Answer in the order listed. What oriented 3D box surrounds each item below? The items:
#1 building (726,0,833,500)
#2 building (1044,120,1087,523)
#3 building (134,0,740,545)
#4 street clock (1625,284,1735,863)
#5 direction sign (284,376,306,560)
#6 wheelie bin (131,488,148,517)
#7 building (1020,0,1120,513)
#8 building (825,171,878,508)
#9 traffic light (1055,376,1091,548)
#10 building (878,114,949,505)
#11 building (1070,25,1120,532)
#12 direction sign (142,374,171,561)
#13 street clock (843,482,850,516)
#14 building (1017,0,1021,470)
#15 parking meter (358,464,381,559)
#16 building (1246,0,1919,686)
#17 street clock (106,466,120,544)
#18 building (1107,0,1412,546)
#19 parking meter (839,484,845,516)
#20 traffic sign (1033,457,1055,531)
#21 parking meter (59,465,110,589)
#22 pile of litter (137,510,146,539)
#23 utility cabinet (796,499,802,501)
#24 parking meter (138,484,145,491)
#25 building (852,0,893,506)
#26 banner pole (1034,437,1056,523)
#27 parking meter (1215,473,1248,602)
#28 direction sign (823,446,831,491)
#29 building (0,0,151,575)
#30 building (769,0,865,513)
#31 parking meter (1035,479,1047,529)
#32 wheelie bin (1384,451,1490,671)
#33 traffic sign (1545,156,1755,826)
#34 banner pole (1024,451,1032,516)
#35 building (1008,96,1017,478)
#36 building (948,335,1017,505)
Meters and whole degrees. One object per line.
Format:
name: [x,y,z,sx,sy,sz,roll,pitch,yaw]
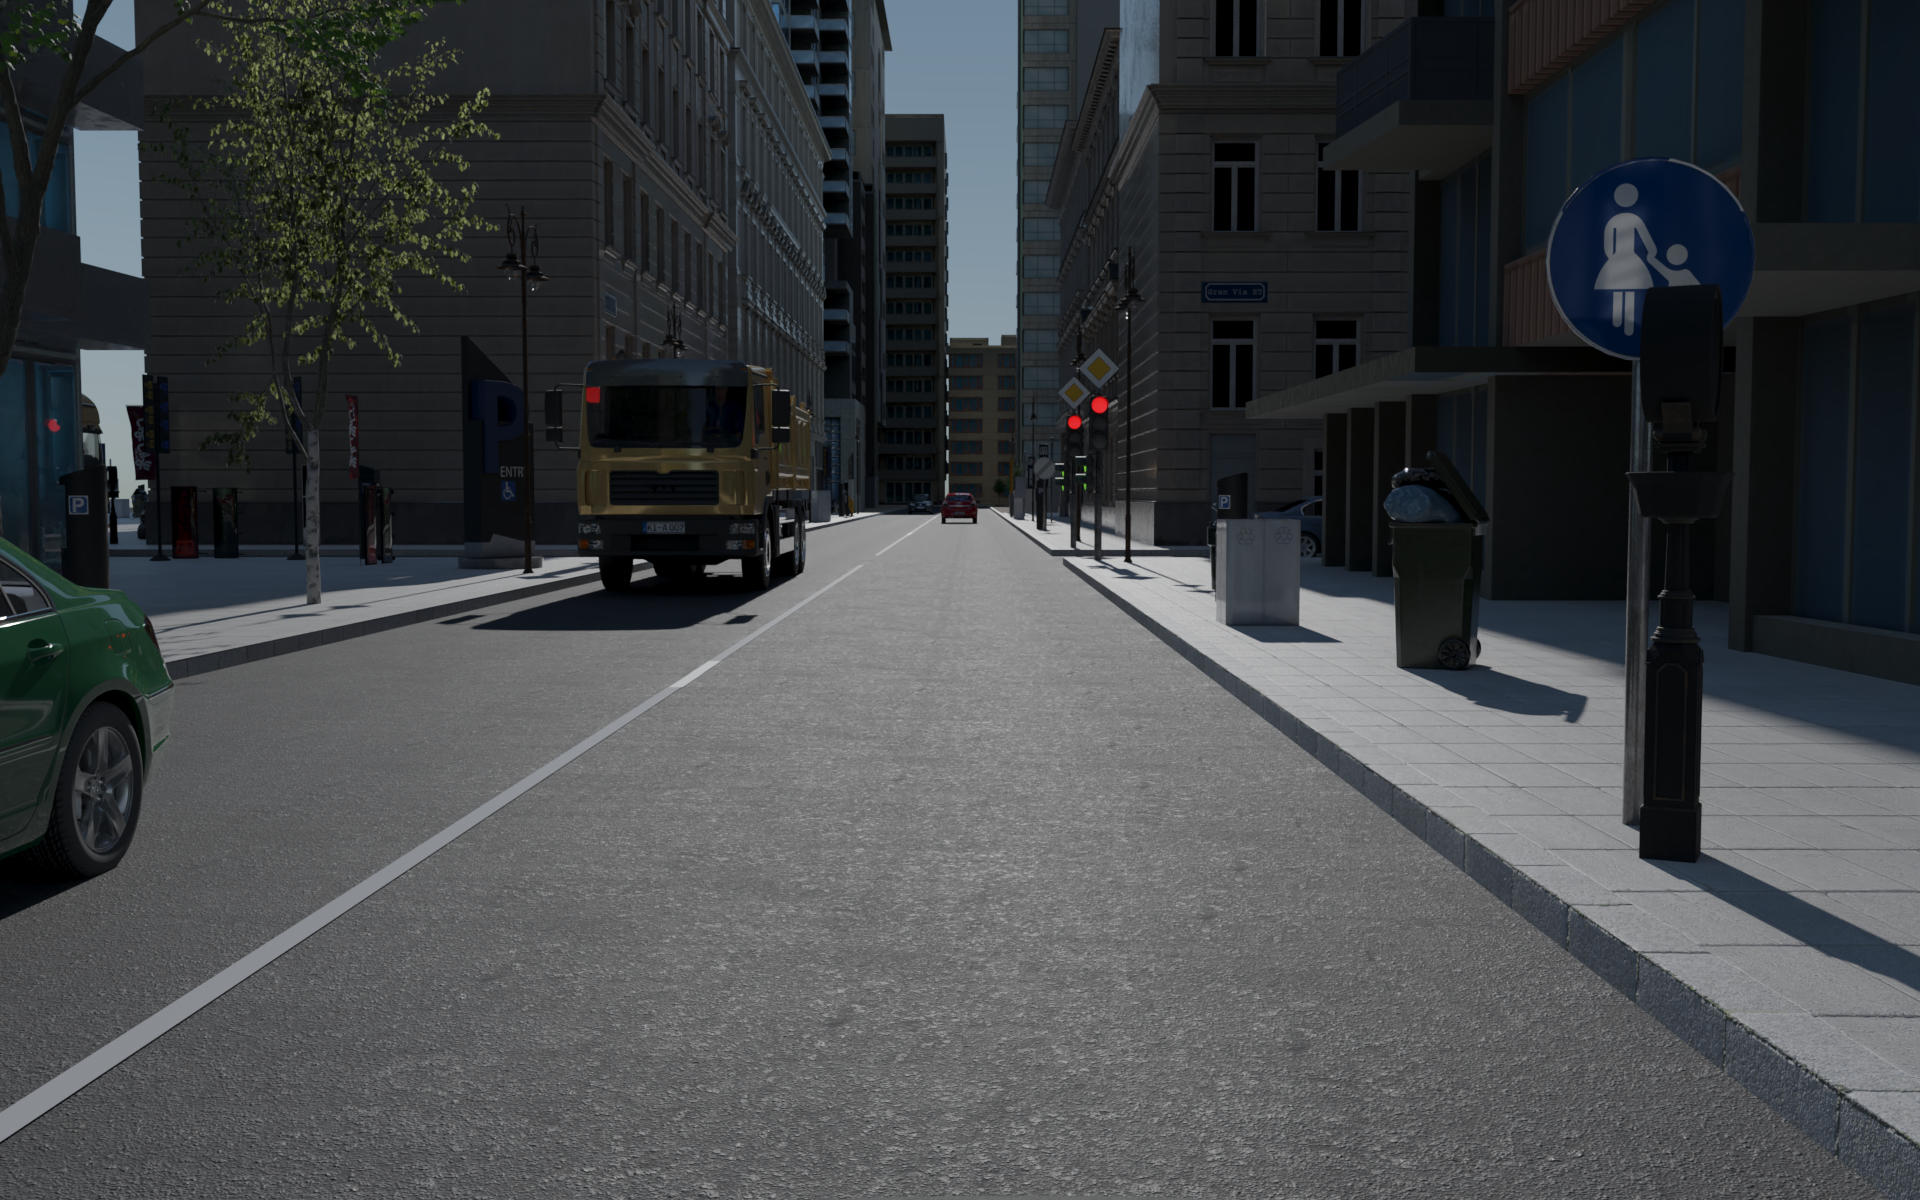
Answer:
building: [-16.622,-19.186,90.108,17.030,29.872,44.131,0,4,0]
building: [10.023,-15.021,96.507,10.553,20.767,40.483,0,4,0]
building: [-14.661,-15.758,54.912,12.463,27.353,25.104,0,4,0]
street clock: [2.516,-0.092,6.076,0.358,2.002,0.471,2,4,28]
direction sign: [-12.938,-2.550,33.686,0.379,3.537,0.876,-3,5,-40]
wheelie bin: [-44.941,-5.324,94.956,0.693,1.594,0.980,0,4,7]
building: [11.340,-26.994,124.945,14.154,41.232,14.086,0,4,0]
building: [-14.782,-23.416,154.549,14.160,30.474,14.107,0,4,0]
traffic light: [2.701,-3.211,41.418,0.839,4.253,0.868,0,4,0]
building: [-12.275,-35.947,211.438,21.600,48.544,21.300,0,4,0]
building: [9.986,-12.300,65.732,10.561,19.102,19.286,0,4,0]
direction sign: [-15.385,-2.521,33.210,0.379,3.537,0.876,0,4,4]
street clock: [-6.508,-5.852,100.247,0.471,2.002,0.358,-2,4,-34]
building: [15.312,-36.912,145.503,21.231,58.520,28.212,0,4,0]
parking meter: [-11.649,-1.743,34.211,0.399,1.863,0.255,0,4,6]
building: [16.001,-22.163,16.993,22.147,44.769,28.867,0,4,0]
street clock: [-21.749,-2.440,44.462,0.358,2.002,0.471,-2,4,-32]
building: [16.933,-15.303,47.468,25.104,27.353,12.463,0,4,0]
parking meter: [-6.804,-5.750,99.724,0.255,1.863,0.399,1,4,20]
traffic sign: [2.920,-3.657,59.900,0.768,2.556,0.104,0,4,4]
parking meter: [-7.596,-0.405,15.038,0.372,1.533,0.369,0,3,0]
pile of litter: [-23.028,-2.186,49.707,1.176,0.858,1.719,0,4,-3]
utility cabinet: [-7.536,-4.294,81.375,0.306,1.237,1.020,0,4,-1]
parking meter: [-47.174,-5.754,99.791,0.399,1.863,0.255,-1,4,-21]
building: [-21.221,-35.932,176.726,27.495,52.752,28.713,0,4,0]
banner pole: [3.839,-5.292,76.537,0.863,3.779,0.401,2,4,28]
parking meter: [3.230,-0.746,20.611,0.372,1.533,0.369,0,3,0]
direction sign: [-6.350,-5.537,82.525,0.379,3.537,0.876,1,4,20]
building: [-26.968,-24.316,17.184,30.456,49.044,23.786,0,4,0]
building: [-18.149,-50.011,130.346,22.319,86.520,31.000,0,4,0]
parking meter: [2.962,-3.516,63.199,0.399,1.863,0.255,1,4,15]
wheelie bin: [3.528,-0.302,12.849,0.693,1.594,0.980,2,4,24]
traffic sign: [2.618,-0.401,6.659,0.768,2.556,0.104,0,4,5]
banner pole: [4.020,-6.812,101.387,0.863,3.779,0.401,1,4,19]
building: [16.980,-34.016,175.768,23.786,49.044,30.456,0,4,0]
building: [13.178,-22.627,214.994,28.899,21.520,27.650,0,4,0]
